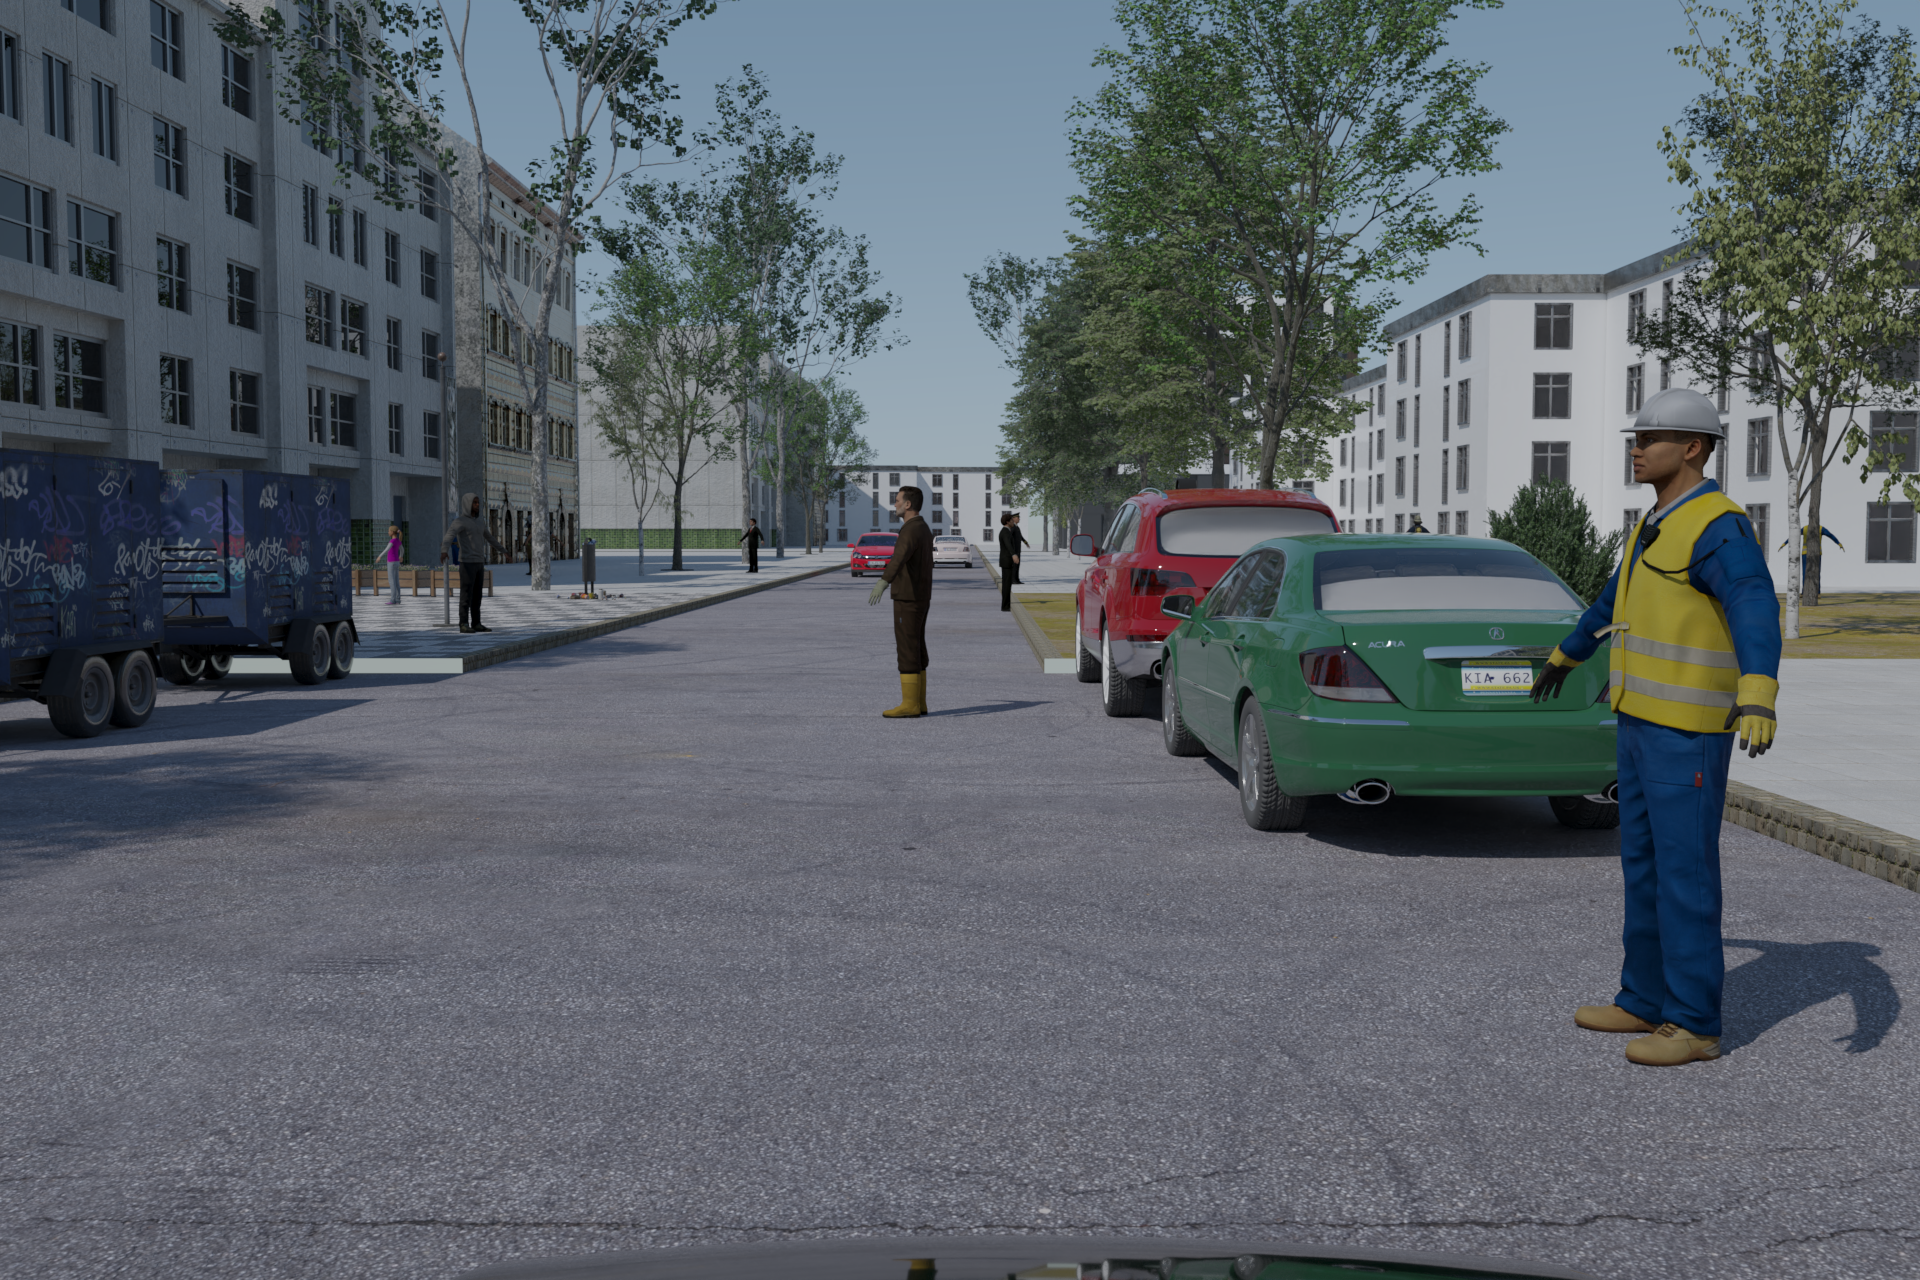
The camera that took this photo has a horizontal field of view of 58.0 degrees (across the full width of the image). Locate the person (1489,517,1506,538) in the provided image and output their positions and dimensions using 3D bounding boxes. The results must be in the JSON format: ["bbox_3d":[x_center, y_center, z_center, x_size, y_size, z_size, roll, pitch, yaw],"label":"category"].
[{"bbox_3d":[14.308,-2.355,45.302,1.217,1.733,0.721,2,4,32],"label":"person"}]

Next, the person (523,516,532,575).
[{"bbox_3d":[-13.388,-2.949,53.978,0.705,1.858,1.354,-2,4,-23],"label":"person"}]

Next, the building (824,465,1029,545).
[{"bbox_3d":[-5.531,-16.374,212.311,28.070,9.664,9.099,0,4,-5],"label":"building"}]

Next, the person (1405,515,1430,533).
[{"bbox_3d":[14.173,-2.929,53.672,1.354,1.856,0.705,0,4,7],"label":"person"}]

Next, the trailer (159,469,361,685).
[{"bbox_3d":[-6.792,-0.550,16.043,1.471,1.999,3.904,0,4,0],"label":"trailer"}]

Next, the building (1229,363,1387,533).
[{"bbox_3d":[21.759,-9.522,97.828,9.099,9.664,28.070,0,3,0],"label":"building"}]

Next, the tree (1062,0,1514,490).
[{"bbox_3d":[5.316,-6.315,29.009,9.928,11.665,9.643,0,3,0],"label":"tree"}]

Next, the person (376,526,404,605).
[{"bbox_3d":[-10.369,-1.362,31.541,0.599,1.433,0.991,0,4,7],"label":"person"}]

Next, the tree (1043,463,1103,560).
[{"bbox_3d":[5.824,-8.219,84.743,4.360,8.622,3.978,0,3,0],"label":"tree"}]

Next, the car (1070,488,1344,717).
[{"bbox_3d":[2.142,-0.395,15.130,2.281,1.827,5.304,0,3,0],"label":"car"}]

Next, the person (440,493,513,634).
[{"bbox_3d":[-6.320,-1.000,22.484,0.705,1.813,1.348,2,4,24],"label":"person"}]

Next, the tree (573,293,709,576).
[{"bbox_3d":[-9.841,-6.294,53.267,4.360,8.622,3.978,0,3,0],"label":"tree"}]

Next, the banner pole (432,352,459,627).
[{"bbox_3d":[-7.128,-2.090,24.191,0.401,3.779,0.863,0,4,0],"label":"banner pole"}]

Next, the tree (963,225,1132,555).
[{"bbox_3d":[6.854,-15.077,102.400,12.611,20.169,13.585,0,3,0],"label":"tree"}]

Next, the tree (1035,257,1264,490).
[{"bbox_3d":[5.978,-7.318,54.054,7.601,10.594,8.767,-1,4,-10],"label":"tree"}]

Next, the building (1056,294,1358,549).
[{"bbox_3d":[22.850,-19.569,163.924,27.936,21.610,32.646,0,4,0],"label":"building"}]

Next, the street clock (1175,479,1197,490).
[{"bbox_3d":[2.946,-1.105,22.639,0.358,2.002,0.471,0,4,-1],"label":"street clock"}]

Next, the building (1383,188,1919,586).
[{"bbox_3d":[21.556,-6.975,56.187,9.099,9.664,28.070,0,4,0],"label":"building"}]

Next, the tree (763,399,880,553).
[{"bbox_3d":[-9.511,-11.178,117.181,8.767,10.594,7.601,0,4,3],"label":"tree"}]

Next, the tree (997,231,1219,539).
[{"bbox_3d":[6.048,-10.052,71.005,9.857,13.997,8.962,0,3,0],"label":"tree"}]

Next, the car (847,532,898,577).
[{"bbox_3d":[-2.726,-3.049,58.899,2.155,1.783,4.494,0,4,0],"label":"car"}]

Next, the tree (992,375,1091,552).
[{"bbox_3d":[6.076,-12.564,123.552,7.486,12.596,7.792,0,3,0],"label":"tree"}]

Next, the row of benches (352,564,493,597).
[{"bbox_3d":[-11.395,-1.239,35.722,4.104,0.672,1.422,1,4,21],"label":"row of benches"}]

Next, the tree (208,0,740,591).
[{"bbox_3d":[-10.493,-11.258,39.959,12.611,20.169,13.585,0,3,0],"label":"tree"}]

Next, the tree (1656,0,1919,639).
[{"bbox_3d":[10.235,-4.308,20.805,4.737,8.622,4.395,0,3,0],"label":"tree"}]

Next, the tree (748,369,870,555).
[{"bbox_3d":[-9.417,-11.164,108.290,9.928,11.665,9.643,0,3,0],"label":"tree"}]

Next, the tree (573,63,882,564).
[{"bbox_3d":[-9.730,-13.249,72.505,12.611,20.169,13.585,0,3,0],"label":"tree"}]

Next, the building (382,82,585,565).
[{"bbox_3d":[-28.644,-15.165,78.879,19.493,23.208,18.063,0,4,-1],"label":"building"}]

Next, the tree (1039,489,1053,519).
[{"bbox_3d":[12.217,-16.063,212.997,4.360,8.622,3.978,0,3,0],"label":"tree"}]

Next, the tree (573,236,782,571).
[{"bbox_3d":[-9.778,-8.233,60.369,9.928,11.665,9.643,0,3,0],"label":"tree"}]

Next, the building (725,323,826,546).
[{"bbox_3d":[-24.618,-21.912,189.188,19.493,23.208,18.063,0,4,-1],"label":"building"}]

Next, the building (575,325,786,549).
[{"bbox_3d":[-26.314,-18.120,162.722,16.747,18.905,31.486,0,3,0],"label":"building"}]

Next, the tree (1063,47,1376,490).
[{"bbox_3d":[5.804,-7.533,41.292,7.486,12.596,7.792,0,3,0],"label":"tree"}]

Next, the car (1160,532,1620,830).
[{"bbox_3d":[2.281,0.121,9.823,2.131,1.459,4.920,0,4,-1],"label":"car"}]

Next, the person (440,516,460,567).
[{"bbox_3d":[-15.758,-2.952,54.127,1.347,1.847,0.705,3,4,38],"label":"person"}]

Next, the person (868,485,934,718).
[{"bbox_3d":[-0.416,-0.305,13.588,0.704,1.812,1.346,1,4,14],"label":"person"}]

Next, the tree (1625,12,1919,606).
[{"bbox_3d":[15.480,-5.882,30.577,7.601,10.594,8.767,-1,4,-13],"label":"tree"}]

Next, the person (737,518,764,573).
[{"bbox_3d":[-6.852,-3.118,57.172,1.347,1.806,0.705,3,5,44],"label":"person"}]

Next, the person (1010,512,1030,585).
[{"bbox_3d":[1.434,-2.330,44.029,0.705,1.837,1.347,2,4,24],"label":"person"}]

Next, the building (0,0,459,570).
[{"bbox_3d":[-27.555,-11.170,49.094,16.747,18.905,31.486,0,4,1],"label":"building"}]

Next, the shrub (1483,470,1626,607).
[{"bbox_3d":[6.880,-0.969,20.256,1.690,2.028,1.600,0,3,0],"label":"shrub"}]

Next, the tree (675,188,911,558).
[{"bbox_3d":[-9.056,-14.517,93.237,12.611,20.169,13.585,0,3,0],"label":"tree"}]

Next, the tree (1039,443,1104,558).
[{"bbox_3d":[6.006,-8.681,92.299,4.737,8.622,4.395,0,3,0],"label":"tree"}]

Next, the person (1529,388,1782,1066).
[{"bbox_3d":[1.949,0.221,4.817,0.705,1.833,1.349,0,4,-3],"label":"person"}]

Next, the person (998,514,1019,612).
[{"bbox_3d":[0.903,-1.432,32.064,0.705,1.806,1.347,0,4,-5],"label":"person"}]

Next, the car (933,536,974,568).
[{"bbox_3d":[-0.422,-3.744,73.575,2.083,1.381,4.827,0,4,-1],"label":"car"}]

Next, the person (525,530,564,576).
[{"bbox_3d":[-12.593,-2.824,52.317,0.704,1.843,1.345,3,5,43],"label":"person"}]

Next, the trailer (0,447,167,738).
[{"bbox_3d":[-6.793,-0.288,11.758,1.471,1.999,3.904,0,4,1],"label":"trailer"}]

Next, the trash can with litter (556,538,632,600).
[{"bbox_3d":[-7.237,-1.447,34.723,1.678,1.210,2.233,0,4,2],"label":"trash can with litter"}]

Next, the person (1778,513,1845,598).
[{"bbox_3d":[16.988,-1.719,34.562,1.216,1.772,0.721,3,4,36],"label":"person"}]
